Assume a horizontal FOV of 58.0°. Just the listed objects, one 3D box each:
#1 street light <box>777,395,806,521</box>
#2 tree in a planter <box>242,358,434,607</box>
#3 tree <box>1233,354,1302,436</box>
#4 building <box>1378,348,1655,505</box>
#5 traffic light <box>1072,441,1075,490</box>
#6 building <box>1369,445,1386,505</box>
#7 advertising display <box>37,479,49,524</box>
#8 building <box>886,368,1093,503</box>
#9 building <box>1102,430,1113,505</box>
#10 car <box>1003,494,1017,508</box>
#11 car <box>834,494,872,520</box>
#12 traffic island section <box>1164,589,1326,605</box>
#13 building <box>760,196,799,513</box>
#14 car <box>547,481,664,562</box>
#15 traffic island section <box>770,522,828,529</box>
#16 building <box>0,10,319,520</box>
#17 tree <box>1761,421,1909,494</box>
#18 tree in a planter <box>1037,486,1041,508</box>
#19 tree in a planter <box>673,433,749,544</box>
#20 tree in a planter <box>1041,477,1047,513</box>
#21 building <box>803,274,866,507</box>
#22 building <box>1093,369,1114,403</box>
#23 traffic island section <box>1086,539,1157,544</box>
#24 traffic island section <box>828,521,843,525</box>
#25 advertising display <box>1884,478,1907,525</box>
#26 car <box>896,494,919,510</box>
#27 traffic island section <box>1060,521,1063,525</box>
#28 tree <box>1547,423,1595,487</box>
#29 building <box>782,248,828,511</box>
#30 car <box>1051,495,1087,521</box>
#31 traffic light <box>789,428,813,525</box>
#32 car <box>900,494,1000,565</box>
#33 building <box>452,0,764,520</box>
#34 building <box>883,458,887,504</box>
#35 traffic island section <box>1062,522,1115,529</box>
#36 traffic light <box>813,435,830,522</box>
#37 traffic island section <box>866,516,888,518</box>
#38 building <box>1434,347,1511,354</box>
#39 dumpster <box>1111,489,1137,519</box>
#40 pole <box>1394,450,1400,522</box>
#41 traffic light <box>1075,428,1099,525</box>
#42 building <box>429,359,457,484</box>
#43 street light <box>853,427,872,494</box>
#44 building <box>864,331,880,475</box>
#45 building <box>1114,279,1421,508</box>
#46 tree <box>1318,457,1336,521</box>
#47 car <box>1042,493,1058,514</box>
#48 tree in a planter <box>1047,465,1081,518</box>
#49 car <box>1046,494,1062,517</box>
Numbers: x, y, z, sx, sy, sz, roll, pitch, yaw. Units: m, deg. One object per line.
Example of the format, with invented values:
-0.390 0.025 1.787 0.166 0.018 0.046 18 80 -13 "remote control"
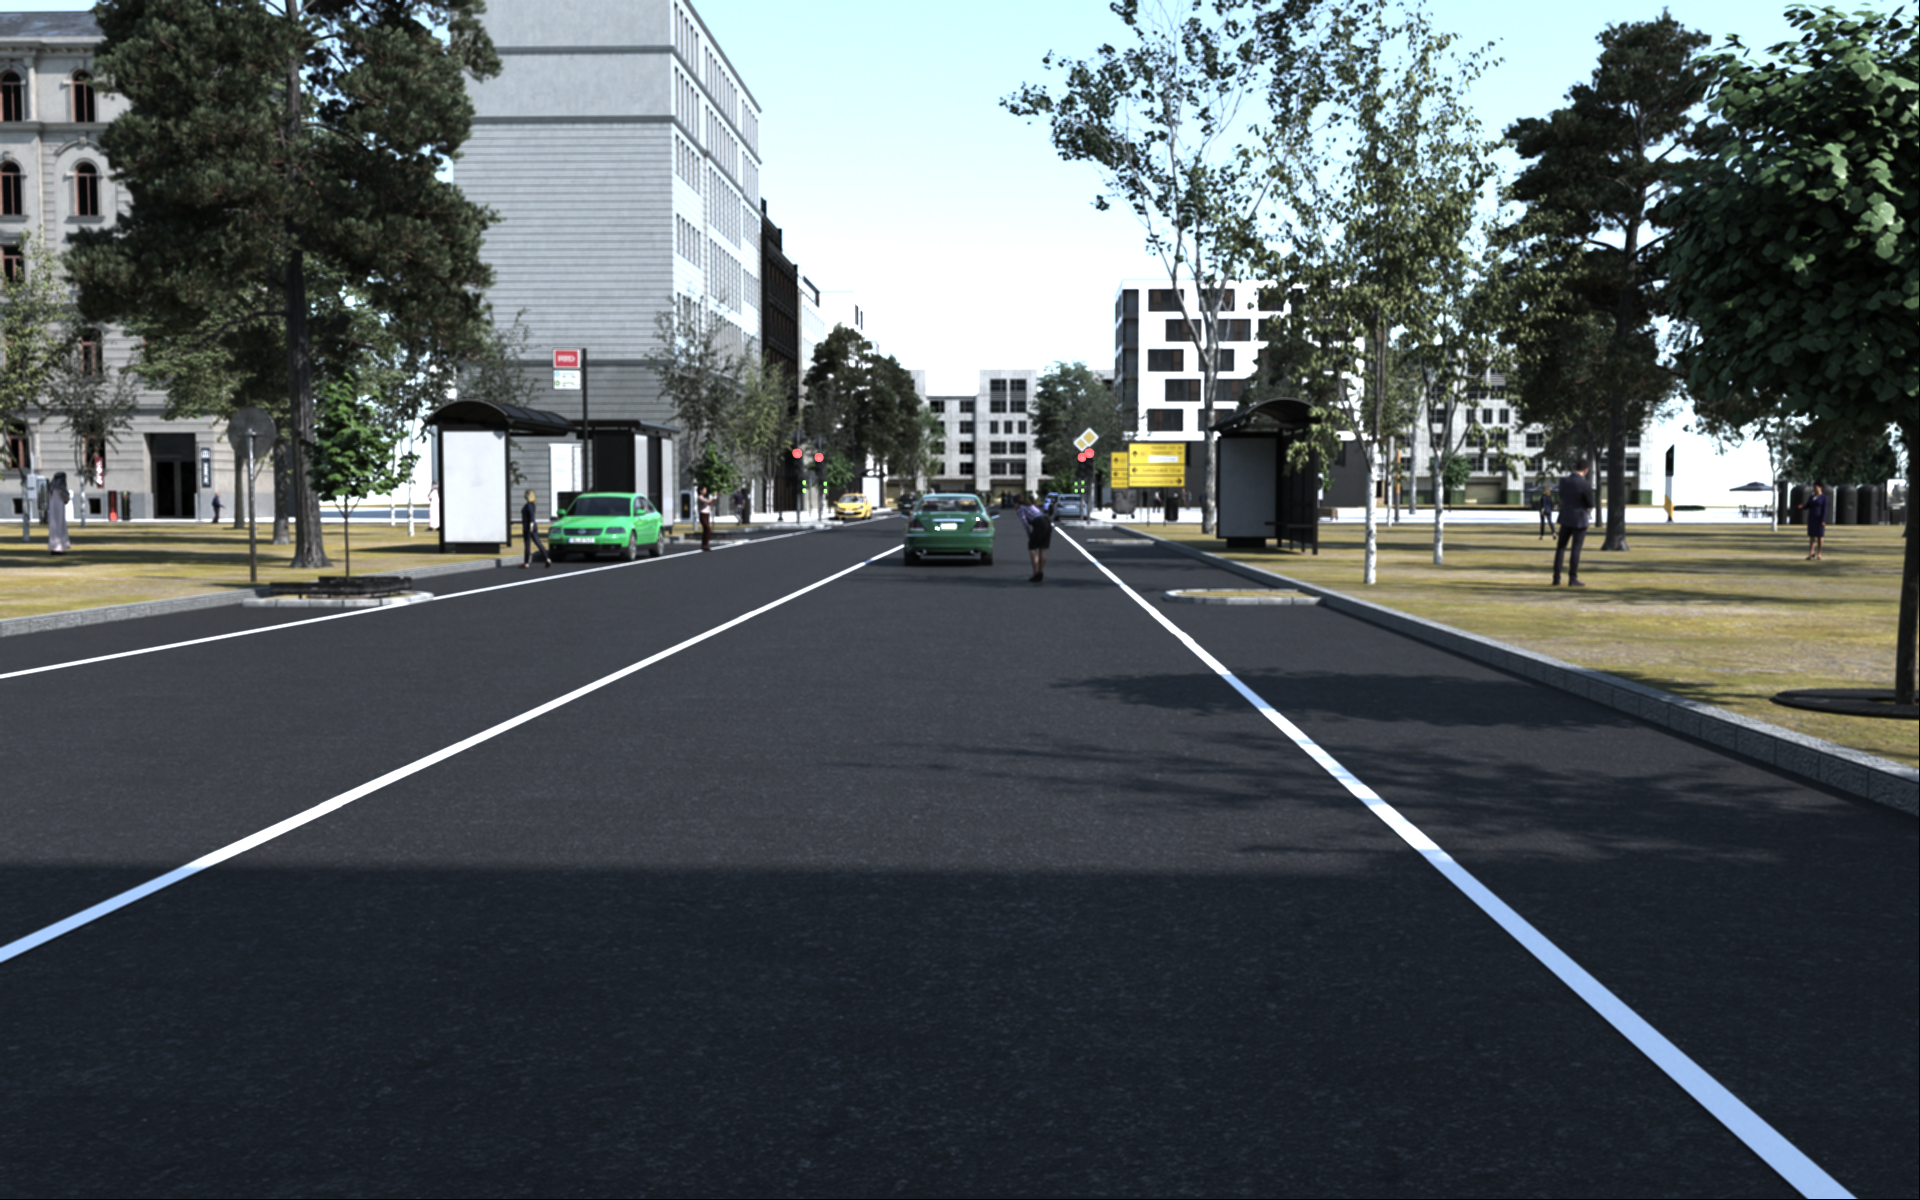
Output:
-7.933 -6.669 81.585 1.470 5.913 1.316 0 4 2 "street light"
-8.148 -1.573 22.948 1.991 3.239 1.994 0 4 2 "tree in a planter"
16.359 -8.576 90.581 4.360 8.622 3.978 0 3 0 "tree"
68.187 -21.468 217.458 31.486 18.905 16.747 0 4 2 "building"
5.635 -5.575 80.401 0.839 4.213 0.868 0 4 2 "traffic light"
46.264 -22.061 217.112 11.380 20.091 16.016 0 4 2 "building"
-38.796 -4.166 73.335 0.974 1.923 0.123 3 5 41 "advertising display"
2.845 -23.605 252.399 31.486 18.905 16.747 0 4 2 "building"
21.542 -16.532 212.445 9.099 9.664 28.070 0 4 2 "building"
6.168 -11.388 198.196 2.014 1.417 4.499 0 4 2 "car"
-5.866 -5.195 95.165 2.015 1.641 3.980 0 4 4 "car"
3.793 -0.037 23.473 1.991 0.108 1.994 0 4 2 "traffic island section"
-18.645 -17.962 123.351 12.332 23.373 15.834 0 4 2 "building"
-7.735 -1.792 38.091 1.959 1.807 4.718 0 4 2 "car"
-6.822 -3.098 72.937 2.009 0.180 2.903 0 4 2 "traffic island section"
-48.330 -18.686 92.911 23.554 28.519 14.401 0 4 2 "building"
60.514 -9.497 118.179 11.467 7.101 20.602 1 4 11 "tree"
9.025 -11.320 182.308 1.991 3.239 1.994 0 4 2 "tree in a planter"
-7.226 -3.263 50.573 1.991 3.239 1.994 0 4 2 "tree in a planter"
7.377 -8.270 132.433 1.991 3.239 1.994 0 4 2 "tree in a planter"
-24.695 -20.127 173.045 27.936 21.610 32.646 0 4 2 "building"
34.330 -23.573 251.867 31.486 18.905 16.747 0 4 2 "building"
4.681 -1.684 50.402 1.991 0.108 1.994 0 4 2 "traffic island section"
-6.560 -3.586 80.918 2.009 0.180 2.903 0 4 2 "traffic island section"
38.683 -4.062 71.624 0.974 1.923 0.123 -1 4 -13 "advertising display"
-4.257 -8.207 143.965 2.009 1.686 4.222 0 4 1 "car"
5.675 -3.562 80.512 2.009 0.180 2.903 0 4 2 "traffic island section"
41.820 -10.283 118.493 4.360 8.622 3.978 0 3 0 "tree"
-16.822 -17.429 139.710 10.420 20.320 16.860 0 4 2 "building"
5.909 -4.951 92.950 2.014 1.417 4.499 0 4 2 "car"
-6.783 -5.111 72.802 0.839 4.213 0.868 0 4 2 "traffic light"
-0.214 -1.493 36.204 2.131 1.459 4.920 0 4 0 "car"
-19.005 -19.724 99.987 11.434 29.767 29.804 0 4 2 "building"
-15.179 -22.185 219.136 11.380 20.091 16.016 0 4 2 "building"
5.412 -3.073 72.531 2.009 0.180 2.903 0 4 2 "traffic island section"
-6.520 -5.599 80.783 0.839 4.213 0.868 0 4 2 "traffic light"
-5.428 -5.057 105.545 1.991 0.108 1.994 0 4 2 "traffic island section"
67.466 -25.164 255.404 32.646 21.610 27.936 0 4 2 "building"
8.453 -5.104 89.201 1.264 1.857 1.865 0 4 2 "dumpster"
20.256 -5.282 80.199 0.158 3.312 0.155 0 3 0 "pole"
5.372 -5.087 72.420 0.839 4.213 0.868 0 4 2 "traffic light"
-59.671 -22.314 221.246 11.380 20.091 16.016 0 4 2 "building"
-6.772 -8.968 119.174 1.470 5.913 1.316 0 4 2 "street light"
-17.762 -20.754 195.752 16.016 20.091 11.380 0 4 2 "building"
29.933 -20.606 180.887 27.936 21.610 32.646 0 4 2 "building"
17.136 -5.330 81.746 1.663 3.219 1.824 0 3 0 "tree"
7.055 -7.249 128.113 1.945 1.707 3.694 0 4 3 "car"
6.484 -6.603 105.181 1.991 3.239 1.994 0 4 2 "tree in a planter"
6.522 -6.184 110.895 2.009 1.686 4.222 0 4 3 "car"
